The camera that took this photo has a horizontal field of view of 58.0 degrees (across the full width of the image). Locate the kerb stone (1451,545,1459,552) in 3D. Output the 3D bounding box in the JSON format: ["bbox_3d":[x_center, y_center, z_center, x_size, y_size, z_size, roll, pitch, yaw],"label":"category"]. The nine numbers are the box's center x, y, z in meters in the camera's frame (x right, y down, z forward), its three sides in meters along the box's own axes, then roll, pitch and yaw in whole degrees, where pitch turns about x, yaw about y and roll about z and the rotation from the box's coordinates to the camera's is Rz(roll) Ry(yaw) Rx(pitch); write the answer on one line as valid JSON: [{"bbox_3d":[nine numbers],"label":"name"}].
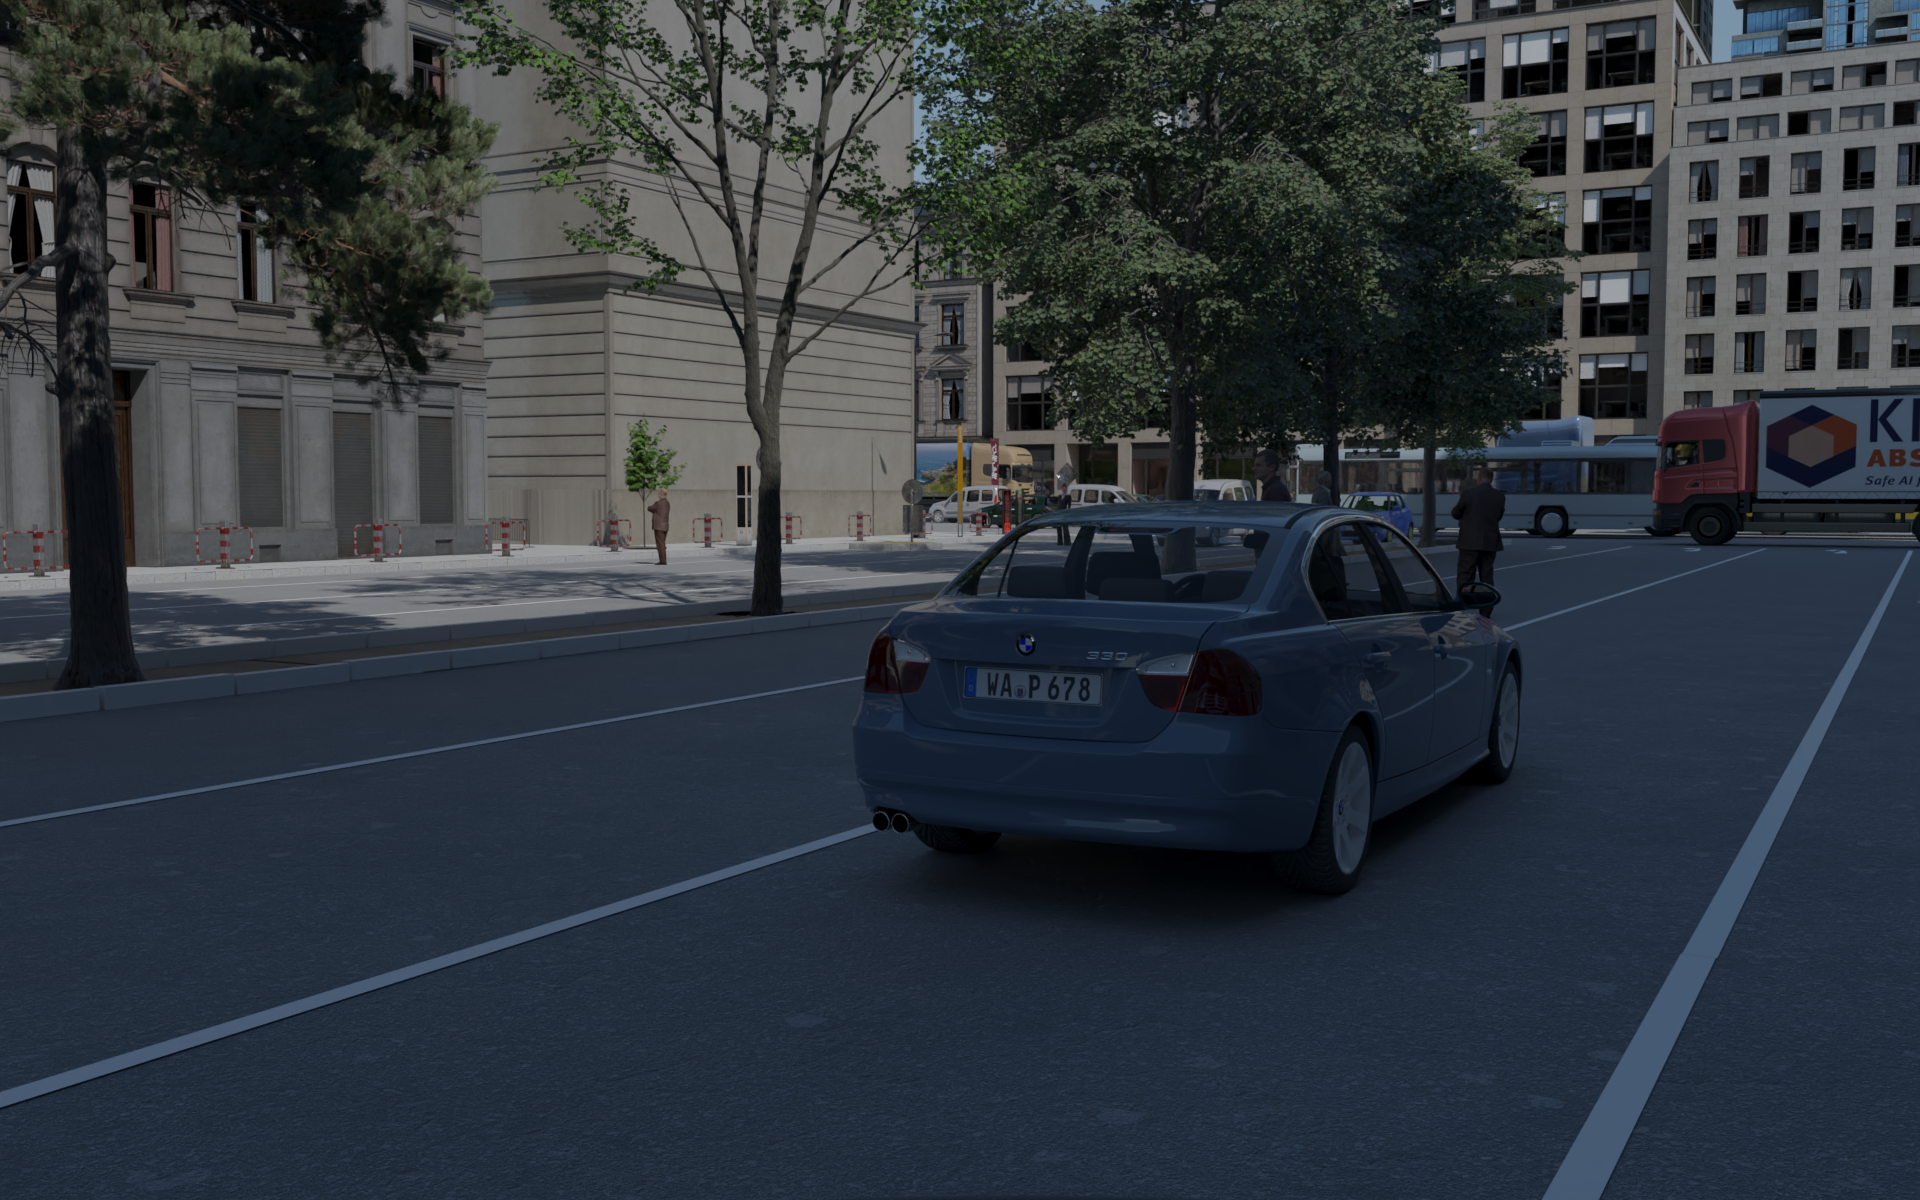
[{"bbox_3d":[12.292,-1.291,43.295,0.120,0.150,1.000,2,4,29],"label":"kerb stone"}]

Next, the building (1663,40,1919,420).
[{"bbox_3d":[40.948,-13.567,76.575,16.860,20.320,10.420,2,4,29],"label":"building"}]

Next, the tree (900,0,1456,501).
[{"bbox_3d":[3.816,-7.376,29.704,9.857,13.997,8.962,0,3,0],"label":"tree"}]

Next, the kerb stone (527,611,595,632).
[{"bbox_3d":[-4.272,0.245,18.306,0.120,0.150,1.000,2,4,29],"label":"kerb stone"}]

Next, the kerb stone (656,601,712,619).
[{"bbox_3d":[-3.264,0.128,20.096,0.120,0.150,1.000,2,4,29],"label":"kerb stone"}]

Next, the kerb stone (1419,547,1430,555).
[{"bbox_3d":[10.765,-1.125,40.614,0.120,0.150,1.000,2,4,29],"label":"kerb stone"}]

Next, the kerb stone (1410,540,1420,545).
[{"bbox_3d":[12.485,-1.567,47.919,0.120,0.150,1.000,2,4,29],"label":"kerb stone"}]

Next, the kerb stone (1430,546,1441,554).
[{"bbox_3d":[11.276,-1.179,41.508,0.120,0.150,1.000,2,4,29],"label":"kerb stone"}]

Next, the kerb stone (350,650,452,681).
[{"bbox_3d":[-4.462,0.518,13.728,0.120,0.150,1.000,2,4,29],"label":"kerb stone"}]

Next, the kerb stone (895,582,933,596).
[{"bbox_3d":[-0.722,-0.142,24.575,0.120,0.150,1.000,2,4,29],"label":"kerb stone"}]

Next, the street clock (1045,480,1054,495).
[{"bbox_3d":[4.679,-5.271,90.754,0.471,2.002,0.358,-3,5,-41],"label":"street clock"}]

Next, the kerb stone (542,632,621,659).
[{"bbox_3d":[-3.438,0.408,15.522,0.120,0.150,1.000,2,4,29],"label":"kerb stone"}]

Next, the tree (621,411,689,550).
[{"bbox_3d":[-7.399,-2.790,40.210,1.663,3.219,1.824,0,3,0],"label":"tree"}]

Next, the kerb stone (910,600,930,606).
[{"bbox_3d":[-0.405,0.083,20.887,0.120,0.150,1.000,2,4,29],"label":"kerb stone"}]

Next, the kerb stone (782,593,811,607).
[{"bbox_3d":[-2.248,0.019,21.884,0.120,0.150,1.000,2,4,29],"label":"kerb stone"}]

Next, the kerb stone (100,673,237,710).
[{"bbox_3d":[-5.468,0.628,11.932,0.120,0.150,1.000,2,4,29],"label":"kerb stone"}]

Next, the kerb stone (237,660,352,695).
[{"bbox_3d":[-4.963,0.584,12.829,0.120,0.150,1.000,2,4,29],"label":"kerb stone"}]

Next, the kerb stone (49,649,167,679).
[{"bbox_3d":[-6.825,0.515,13.808,0.120,0.150,1.000,2,4,29],"label":"kerb stone"}]

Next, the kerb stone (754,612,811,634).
[{"bbox_3d":[-1.924,0.244,18.206,0.120,0.150,1.000,2,4,29],"label":"kerb stone"}]

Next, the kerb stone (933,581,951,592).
[{"bbox_3d":[-0.209,-0.198,25.477,0.120,0.150,1.000,2,4,29],"label":"kerb stone"}]

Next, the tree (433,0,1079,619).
[{"bbox_3d":[-2.233,-5.601,19.796,9.928,11.665,9.643,0,3,0],"label":"tree"}]

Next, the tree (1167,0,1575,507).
[{"bbox_3d":[8.315,-7.279,38.479,9.611,12.733,9.660,0,3,0],"label":"tree"}]

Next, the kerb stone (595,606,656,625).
[{"bbox_3d":[-3.771,0.183,19.203,0.120,0.150,1.000,2,4,29],"label":"kerb stone"}]

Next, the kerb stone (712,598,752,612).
[{"bbox_3d":[-2.759,0.074,20.992,0.120,0.150,1.000,2,4,29],"label":"kerb stone"}]

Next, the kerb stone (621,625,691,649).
[{"bbox_3d":[-2.933,0.355,16.417,0.120,0.150,1.000,2,4,29],"label":"kerb stone"}]

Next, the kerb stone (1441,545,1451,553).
[{"bbox_3d":[11.779,-1.235,42.405,0.120,0.150,1.000,2,4,29],"label":"kerb stone"}]

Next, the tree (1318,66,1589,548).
[{"bbox_3d":[12.531,-7.672,46.021,7.486,12.596,7.792,0,3,0],"label":"tree"}]

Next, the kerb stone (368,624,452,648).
[{"bbox_3d":[-5.288,0.348,16.512,0.120,0.150,1.000,2,4,29],"label":"kerb stone"}]

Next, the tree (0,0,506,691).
[{"bbox_3d":[-6.393,-5.379,12.453,6.751,12.117,7.091,0,3,0],"label":"tree"}]

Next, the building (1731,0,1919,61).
[{"bbox_3d":[113.097,-55.800,224.999,31.000,86.520,22.319,2,4,29],"label":"building"}]

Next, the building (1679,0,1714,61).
[{"bbox_3d":[89.988,-48.853,237.004,20.611,71.187,20.563,2,4,29],"label":"building"}]

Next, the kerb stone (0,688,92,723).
[{"bbox_3d":[-5.984,0.686,11.038,0.120,0.150,1.000,2,4,29],"label":"kerb stone"}]

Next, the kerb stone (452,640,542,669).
[{"bbox_3d":[-3.946,0.465,14.617,0.120,0.150,1.000,2,4,29],"label":"kerb stone"}]

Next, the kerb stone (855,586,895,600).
[{"bbox_3d":[-1.230,-0.091,23.683,0.120,0.150,1.000,2,4,29],"label":"kerb stone"}]

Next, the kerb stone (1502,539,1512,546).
[{"bbox_3d":[15.330,-1.619,48.669,0.120,0.150,1.000,2,4,29],"label":"kerb stone"}]

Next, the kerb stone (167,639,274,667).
[{"bbox_3d":[-6.310,0.458,14.711,0.120,0.150,1.000,2,4,29],"label":"kerb stone"}]

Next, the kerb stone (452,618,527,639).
[{"bbox_3d":[-4.781,0.293,17.405,0.120,0.150,1.000,2,4,29],"label":"kerb stone"}]

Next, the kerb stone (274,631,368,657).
[{"bbox_3d":[-5.797,0.403,15.609,0.120,0.150,1.000,2,4,29],"label":"kerb stone"}]

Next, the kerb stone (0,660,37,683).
[{"bbox_3d":[-7.327,0.568,12.912,0.120,0.150,1.000,2,4,29],"label":"kerb stone"}]

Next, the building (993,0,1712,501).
[{"bbox_3d":[21.336,-17.674,93.491,34.151,26.468,19.350,2,4,29],"label":"building"}]

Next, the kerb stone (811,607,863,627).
[{"bbox_3d":[-1.415,0.189,19.098,0.120,0.150,1.000,2,4,29],"label":"kerb stone"}]

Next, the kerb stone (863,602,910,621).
[{"bbox_3d":[-0.913,0.139,19.994,0.120,0.150,1.000,2,4,29],"label":"kerb stone"}]

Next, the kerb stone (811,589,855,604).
[{"bbox_3d":[-1.733,-0.036,22.785,0.120,0.150,1.000,2,4,29],"label":"kerb stone"}]

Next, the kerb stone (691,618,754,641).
[{"bbox_3d":[-2.432,0.303,17.313,0.120,0.150,1.000,2,4,29],"label":"kerb stone"}]
